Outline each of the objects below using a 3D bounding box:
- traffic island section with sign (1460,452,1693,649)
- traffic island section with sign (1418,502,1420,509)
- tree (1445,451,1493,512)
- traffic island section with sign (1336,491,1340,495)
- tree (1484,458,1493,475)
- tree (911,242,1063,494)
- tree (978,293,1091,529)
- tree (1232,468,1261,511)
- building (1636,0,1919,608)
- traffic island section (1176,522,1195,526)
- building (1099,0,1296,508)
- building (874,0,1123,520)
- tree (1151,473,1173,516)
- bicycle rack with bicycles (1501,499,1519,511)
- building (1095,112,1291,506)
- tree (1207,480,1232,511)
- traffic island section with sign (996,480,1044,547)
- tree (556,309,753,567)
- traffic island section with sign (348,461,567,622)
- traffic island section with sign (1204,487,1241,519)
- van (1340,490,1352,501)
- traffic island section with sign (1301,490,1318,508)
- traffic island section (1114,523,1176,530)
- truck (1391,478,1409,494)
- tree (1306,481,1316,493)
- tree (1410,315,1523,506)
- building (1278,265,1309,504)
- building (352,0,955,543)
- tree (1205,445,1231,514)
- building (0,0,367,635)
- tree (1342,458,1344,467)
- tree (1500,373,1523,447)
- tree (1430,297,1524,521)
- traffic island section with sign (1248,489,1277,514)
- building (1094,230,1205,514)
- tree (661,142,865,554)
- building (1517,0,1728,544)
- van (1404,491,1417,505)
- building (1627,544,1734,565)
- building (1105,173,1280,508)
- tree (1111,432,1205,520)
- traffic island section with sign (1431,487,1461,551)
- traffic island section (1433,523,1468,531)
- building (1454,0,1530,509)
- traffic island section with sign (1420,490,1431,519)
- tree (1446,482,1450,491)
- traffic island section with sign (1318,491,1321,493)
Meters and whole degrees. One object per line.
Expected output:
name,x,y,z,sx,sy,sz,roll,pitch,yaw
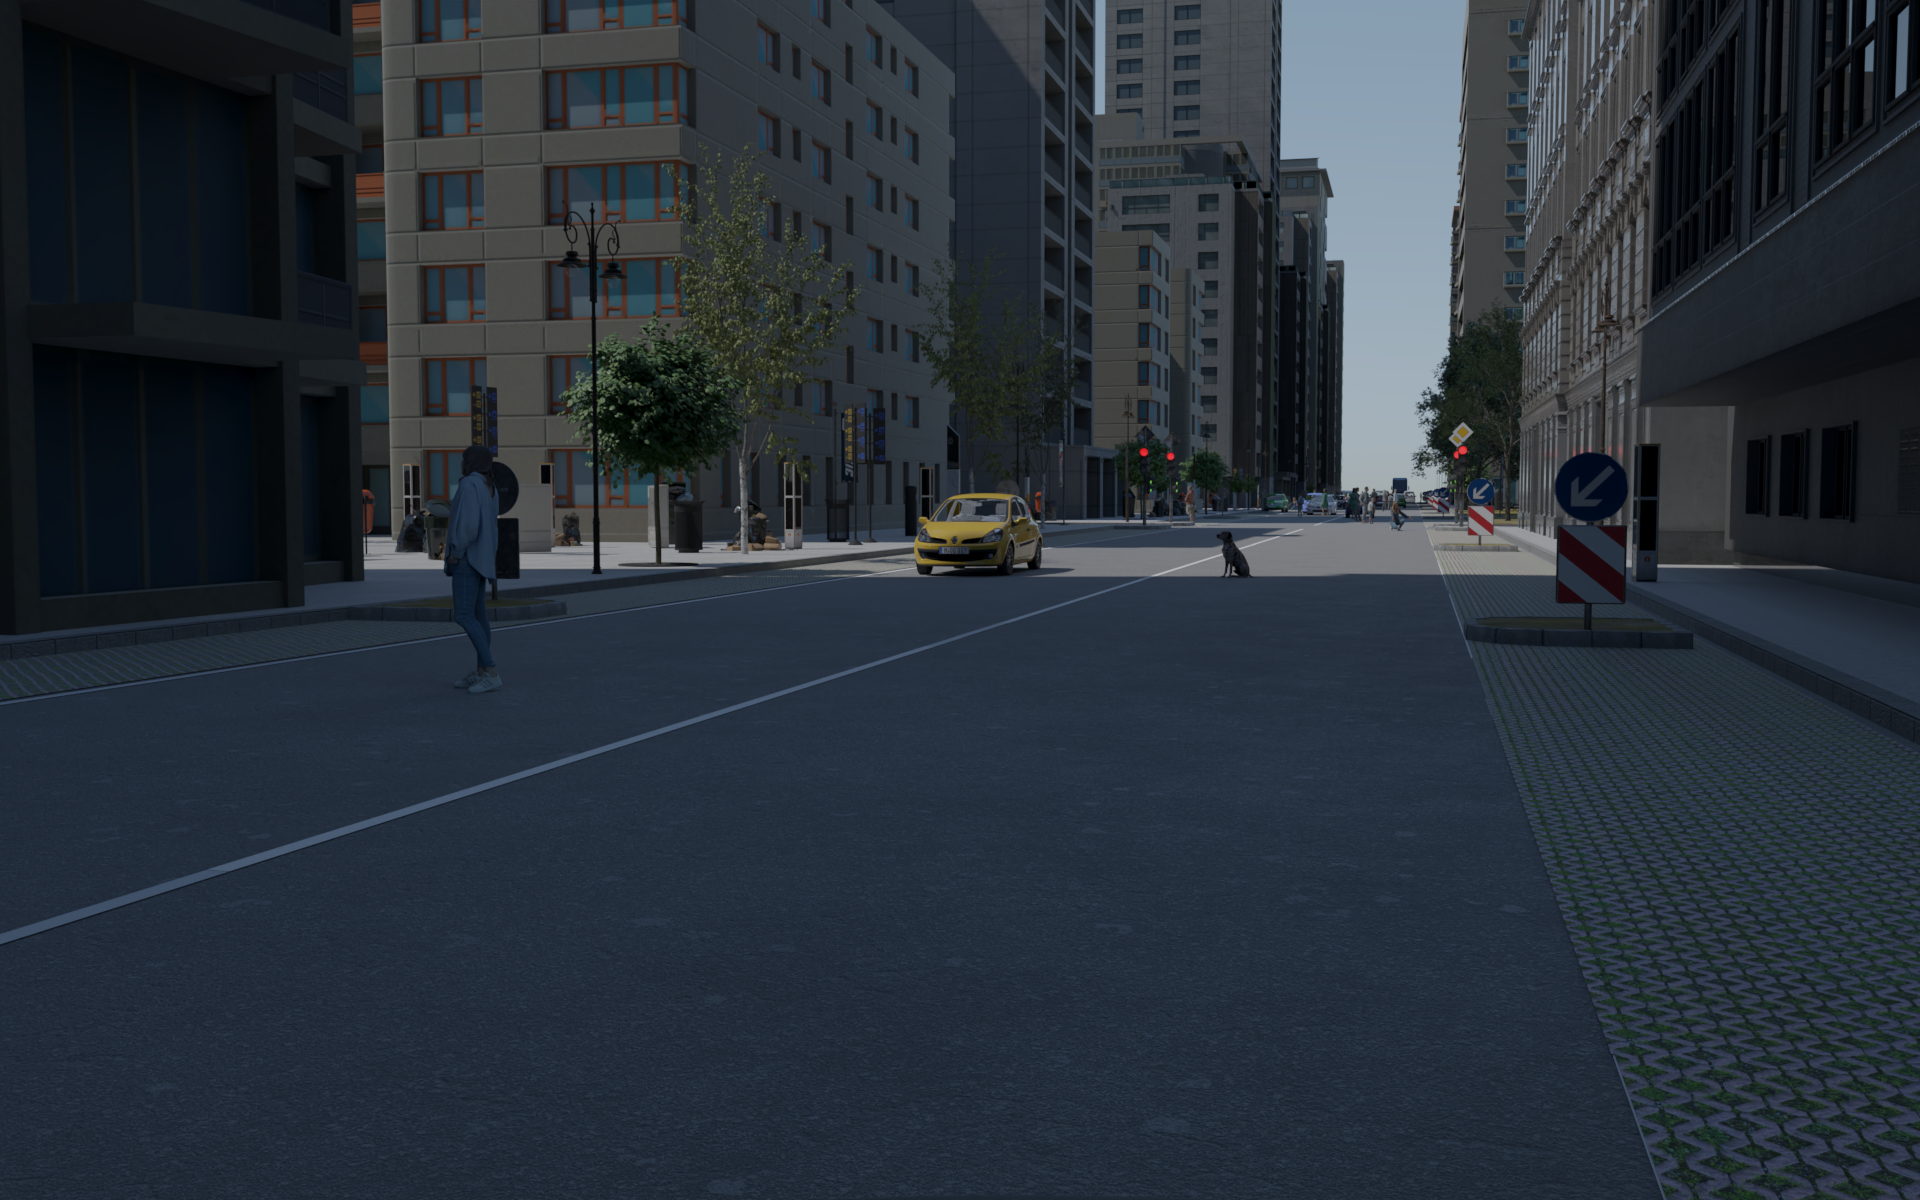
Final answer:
traffic island section with sign,6.013,-0.514,17.037,1.989,1.847,2.006,1,4,15
traffic island section with sign,33.969,-7.038,123.704,1.989,1.847,2.006,1,4,15
tree,37.452,-8.800,127.593,4.285,4.588,4.351,0,3,0
traffic island section with sign,55.596,-15.021,254.225,1.989,1.847,2.006,1,4,15
tree,41.142,-11.507,138.494,4.360,8.622,3.978,0,3,0
tree,0.567,-6.164,51.150,4.737,8.622,4.395,0,3,0
tree,2.919,-6.937,63.783,4.360,8.622,3.978,0,3,0
tree,23.951,-9.147,144.159,1.663,3.219,1.824,0,3,0
building,15.868,-13.674,17.073,14.314,27.812,24.014,1,4,15
traffic island section,9.548,-3.442,78.552,2.009,0.180,2.903,1,4,15
building,28.536,-46.599,200.142,20.563,71.187,20.611,1,4,15
building,-1.094,-40.277,96.788,20.563,71.187,20.611,1,4,15
tree,11.463,-6.448,100.028,1.663,3.219,1.824,0,3,0
bicycle rack with bicycles,41.359,-7.047,128.600,2.852,0.926,2.925,-3,5,-42
building,17.991,-29.905,180.831,32.217,40.220,23.993,1,4,15
tree,19.625,-8.535,134.147,1.663,3.219,1.824,0,3,0
traffic island section with sign,1.206,-2.330,46.716,1.989,1.847,2.006,1,4,15
tree,-5.463,-2.896,31.065,4.285,4.588,4.351,0,3,0
traffic island section with sign,-5.728,-0.711,20.253,1.989,1.847,2.006,1,4,15
traffic island section with sign,15.203,-5.594,100.084,1.989,1.847,2.006,1,4,15
van,41.700,-10.988,186.668,2.013,2.044,4.112,1,4,15
traffic island section with sign,34.909,-10.192,175.265,1.989,1.847,2.006,1,4,15
traffic island section,7.524,-2.969,70.827,2.009,0.180,2.903,1,4,15
truck,70.695,-17.688,278.956,2.967,4.110,18.799,1,4,16
tree,45.939,-14.188,226.566,1.663,3.219,1.824,0,3,0
tree,33.480,-11.871,111.097,9.611,12.733,9.660,0,3,0
building,36.074,-27.255,217.326,14.160,30.474,14.107,1,4,15
building,-17.690,-13.264,61.904,28.899,21.520,27.650,1,4,15
tree,16.023,-7.883,112.598,4.285,4.588,4.351,0,3,0
building,-18.902,-21.909,12.835,22.147,44.769,28.867,1,4,15
tree,65.577,-21.724,305.542,4.360,8.622,3.978,0,3,0
tree,30.991,-8.708,92.744,4.360,8.622,3.978,0,3,0
tree,25.903,-9.061,82.563,7.601,10.594,8.767,-1,4,-14
traffic island section with sign,22.195,-7.227,126.790,1.989,1.847,2.006,1,4,15
building,2.886,-17.494,131.059,27.650,21.520,28.899,1,4,15
tree,-4.436,-5.268,36.486,4.737,8.622,4.395,0,3,0
building,23.659,-12.652,56.014,9.793,20.994,18.267,1,4,15
van,60.851,-13.927,234.713,2.013,2.044,4.112,1,4,13
building,19.243,-11.570,38.321,9.793,20.994,18.267,1,4,15
building,21.492,-23.761,160.186,14.160,30.474,14.107,1,4,15
tree,9.294,-6.374,87.927,4.285,4.588,4.351,0,3,0
traffic island section with sign,13.015,-2.149,43.761,1.989,1.847,2.006,1,4,15
traffic island section,21.632,-3.248,75.392,2.009,0.180,2.903,1,4,15
building,56.037,-32.509,155.217,21.300,48.544,21.600,1,4,15
traffic island section with sign,27.136,-5.443,97.626,1.989,1.847,2.006,1,4,15
tree,64.765,-14.296,228.347,1.663,3.219,1.824,0,3,0
traffic island section with sign,41.771,-11.792,201.430,1.989,1.847,2.006,1,4,15
